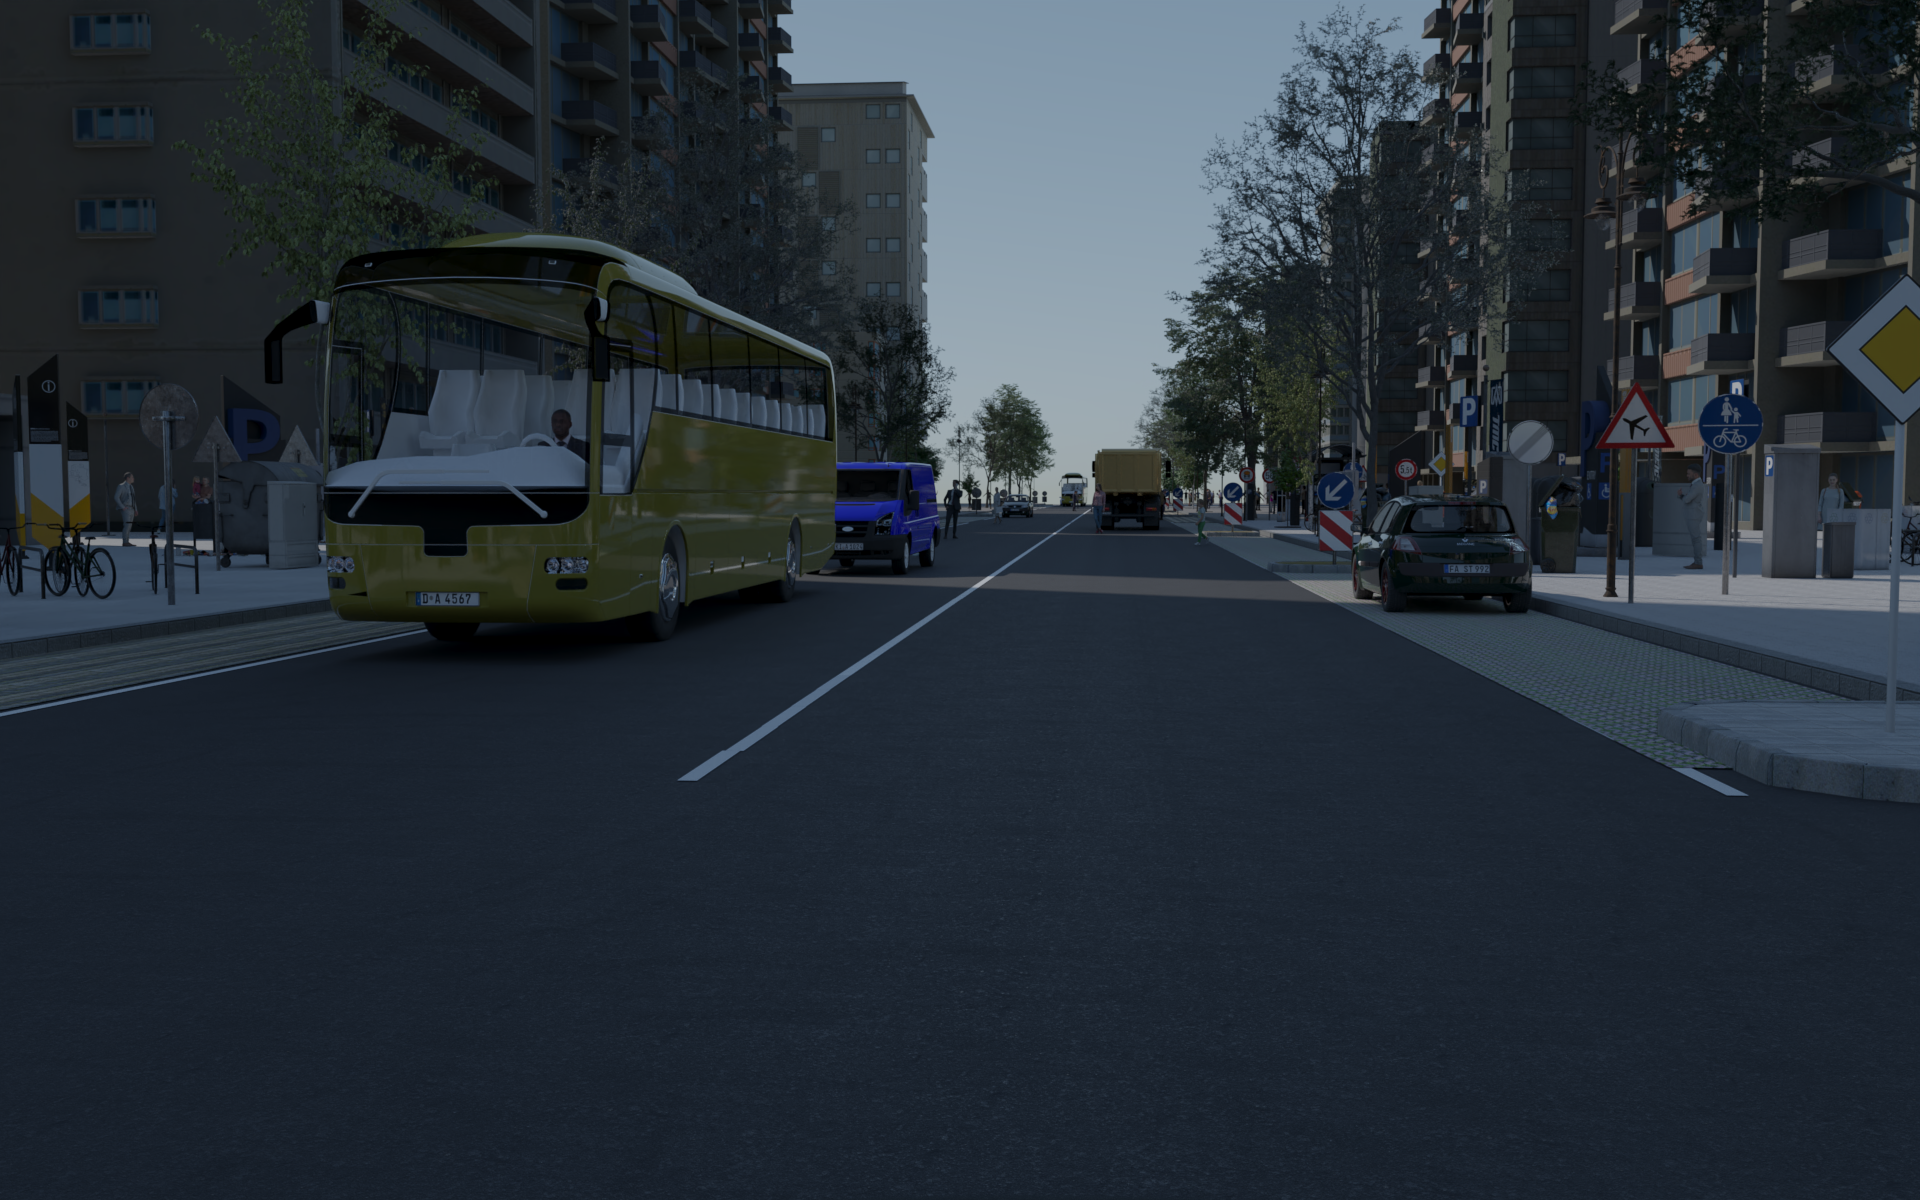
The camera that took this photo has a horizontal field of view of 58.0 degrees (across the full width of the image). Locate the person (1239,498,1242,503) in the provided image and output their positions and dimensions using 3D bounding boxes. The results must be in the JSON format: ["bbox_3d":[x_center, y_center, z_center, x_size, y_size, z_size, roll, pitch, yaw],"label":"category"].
[{"bbox_3d":[36.087,-13.205,222.652,1.217,1.735,0.721,1,4,14],"label":"person"}]

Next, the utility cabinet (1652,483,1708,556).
[{"bbox_3d":[14.806,-1.646,35.598,0.318,1.500,1.173,-1,4,-23],"label":"utility cabinet"}]

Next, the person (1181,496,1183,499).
[{"bbox_3d":[26.756,-12.428,209.695,0.568,1.767,0.683,0,4,0],"label":"person"}]

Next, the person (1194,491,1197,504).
[{"bbox_3d":[31.878,-13.994,234.849,0.705,1.824,1.348,-2,4,-32],"label":"person"}]

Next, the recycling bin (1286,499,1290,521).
[{"bbox_3d":[15.648,-4.341,83.522,0.722,1.027,0.722,1,4,11],"label":"recycling bin"}]

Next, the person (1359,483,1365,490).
[{"bbox_3d":[20.651,-5.094,89.196,0.709,1.838,0.599,1,4,19],"label":"person"}]

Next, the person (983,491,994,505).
[{"bbox_3d":[3.331,-11.989,202.079,1.348,1.821,0.705,0,4,2],"label":"person"}]

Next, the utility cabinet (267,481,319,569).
[{"bbox_3d":[-11.492,-1.297,29.887,0.318,1.500,1.173,0,4,6],"label":"utility cabinet"}]

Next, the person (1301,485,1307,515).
[{"bbox_3d":[21.566,-6.277,108.679,1.348,1.823,0.705,-3,4,-36],"label":"person"}]

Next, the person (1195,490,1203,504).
[{"bbox_3d":[31.032,-13.440,225.765,1.348,1.826,0.705,0,4,1],"label":"person"}]

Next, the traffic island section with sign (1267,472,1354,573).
[{"bbox_3d":[6.734,-1.430,32.002,1.989,1.847,2.006,0,4,5],"label":"traffic island section with sign"}]

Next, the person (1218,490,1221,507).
[{"bbox_3d":[25.654,-10.038,171.104,0.436,1.711,0.756,2,4,30],"label":"person"}]

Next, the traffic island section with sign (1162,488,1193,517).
[{"bbox_3d":[13.448,-6.072,107.900,1.989,1.847,2.006,0,4,5],"label":"traffic island section with sign"}]

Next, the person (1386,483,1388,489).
[{"bbox_3d":[20.949,-4.828,84.921,1.348,1.831,0.705,-2,4,-28],"label":"person"}]

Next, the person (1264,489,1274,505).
[{"bbox_3d":[35.282,-11.756,198.254,1.348,1.824,0.705,3,4,38],"label":"person"}]

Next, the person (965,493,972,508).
[{"bbox_3d":[0.809,-9.013,154.117,0.721,1.735,1.217,-3,4,-38],"label":"person"}]

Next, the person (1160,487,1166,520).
[{"bbox_3d":[11.001,-5.308,95.386,0.705,1.812,1.348,3,5,42],"label":"person"}]

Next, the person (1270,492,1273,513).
[{"bbox_3d":[21.214,-6.632,117.703,0.599,1.433,0.991,-1,4,-15],"label":"person"}]

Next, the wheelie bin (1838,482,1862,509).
[{"bbox_3d":[23.604,-2.347,46.282,0.693,1.594,0.980,3,5,45],"label":"wheelie bin"}]

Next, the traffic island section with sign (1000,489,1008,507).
[{"bbox_3d":[3.495,-7.813,136.373,1.989,1.847,2.006,0,4,5],"label":"traffic island section with sign"}]

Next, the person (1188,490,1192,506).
[{"bbox_3d":[23.896,-10.642,180.038,0.705,1.824,1.348,-1,4,-9],"label":"person"}]

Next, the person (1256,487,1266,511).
[{"bbox_3d":[23.094,-7.815,133.959,0.705,1.807,1.348,-3,4,-36],"label":"person"}]

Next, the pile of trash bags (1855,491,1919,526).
[{"bbox_3d":[27.898,-2.532,51.151,3.447,1.369,1.912,1,4,22],"label":"pile of trash bags"}]

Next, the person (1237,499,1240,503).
[{"bbox_3d":[31.304,-11.460,194.196,0.721,1.735,1.217,2,4,28],"label":"person"}]

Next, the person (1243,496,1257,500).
[{"bbox_3d":[20.173,-6.978,120.138,0.705,1.823,1.348,-2,4,-31],"label":"person"}]

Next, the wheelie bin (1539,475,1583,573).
[{"bbox_3d":[9.803,-1.246,28.277,0.693,1.594,0.980,1,4,18],"label":"wheelie bin"}]

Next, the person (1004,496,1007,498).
[{"bbox_3d":[6.462,-14.464,243.190,0.551,1.740,0.621,-1,4,-13],"label":"person"}]

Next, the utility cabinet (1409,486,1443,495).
[{"bbox_3d":[12.374,-2.286,46.052,1.173,1.500,0.318,-3,5,-42],"label":"utility cabinet"}]

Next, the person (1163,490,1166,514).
[{"bbox_3d":[13.909,-6.638,117.964,0.436,1.711,0.756,2,4,31],"label":"person"}]

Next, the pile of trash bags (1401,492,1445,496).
[{"bbox_3d":[15.983,-3.154,61.326,3.447,1.369,1.912,-2,4,-27],"label":"pile of trash bags"}]

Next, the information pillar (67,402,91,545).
[{"bbox_3d":[-22.214,-3.196,43.617,0.504,3.616,0.183,-2,4,-31],"label":"information pillar"}]

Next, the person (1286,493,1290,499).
[{"bbox_3d":[26.903,-8.323,142.149,1.348,1.821,0.705,-2,4,-24],"label":"person"}]

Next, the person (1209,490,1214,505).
[{"bbox_3d":[28.349,-11.555,195.905,0.756,1.711,0.436,-1,4,-23],"label":"person"}]

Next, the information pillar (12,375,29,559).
[{"bbox_3d":[-18.615,-2.624,34.257,0.183,3.616,0.504,-3,4,-37],"label":"information pillar"}]

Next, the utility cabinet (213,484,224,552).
[{"bbox_3d":[-15.739,-1.799,38.091,1.173,1.500,0.318,-3,4,-37],"label":"utility cabinet"}]

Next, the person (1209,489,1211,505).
[{"bbox_3d":[28.393,-11.701,197.214,0.709,1.838,0.599,0,4,8],"label":"person"}]

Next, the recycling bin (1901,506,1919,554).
[{"bbox_3d":[20.773,-1.512,37.270,0.722,1.027,0.722,-1,4,-12],"label":"recycling bin"}]

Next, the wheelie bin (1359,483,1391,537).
[{"bbox_3d":[12.006,-2.572,49.956,0.980,1.594,0.693,-3,4,-36],"label":"wheelie bin"}]

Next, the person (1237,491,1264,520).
[{"bbox_3d":[14.398,-4.885,85.902,1.348,1.826,0.705,1,4,23],"label":"person"}]

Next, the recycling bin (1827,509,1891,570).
[{"bbox_3d":[15.297,-1.037,29.508,0.722,1.027,0.722,-1,4,-22],"label":"recycling bin"}]

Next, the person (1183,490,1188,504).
[{"bbox_3d":[28.656,-13.061,219.602,1.348,1.822,0.705,0,4,5],"label":"person"}]

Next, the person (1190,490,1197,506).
[{"bbox_3d":[25.418,-11.189,189.503,1.217,1.766,0.721,3,5,43],"label":"person"}]

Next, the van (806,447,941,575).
[{"bbox_3d":[-1.646,-1.730,32.671,2.240,2.365,5.245,0,4,7],"label":"van"}]

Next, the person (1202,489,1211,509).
[{"bbox_3d":[21.253,-8.739,149.462,0.750,1.759,0.617,-1,4,-18],"label":"person"}]

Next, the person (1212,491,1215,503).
[{"bbox_3d":[34.686,-14.130,237.618,0.434,1.755,0.990,-1,4,-15],"label":"person"}]

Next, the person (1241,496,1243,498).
[{"bbox_3d":[22.584,-7.907,135.329,1.348,1.824,0.705,2,4,24],"label":"person"}]

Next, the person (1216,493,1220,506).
[{"bbox_3d":[27.387,-10.617,182.813,0.799,1.438,0.628,0,4,3],"label":"person"}]

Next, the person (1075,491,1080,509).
[{"bbox_3d":[11.370,-9.757,168.560,0.617,1.759,0.750,1,4,13],"label":"person"}]

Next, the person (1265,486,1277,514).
[{"bbox_3d":[20.143,-6.378,110.337,1.348,1.822,0.705,1,4,13],"label":"person"}]

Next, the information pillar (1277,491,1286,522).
[{"bbox_3d":[14.789,-4.598,79.662,0.304,2.012,0.304,-3,5,-44],"label":"information pillar"}]

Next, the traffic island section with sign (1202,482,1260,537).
[{"bbox_3d":[9.114,-3.072,58.852,1.989,1.847,2.006,0,4,5],"label":"traffic island section with sign"}]

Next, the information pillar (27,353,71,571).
[{"bbox_3d":[-15.214,-2.294,28.856,0.504,3.616,0.183,-1,4,-15],"label":"information pillar"}]

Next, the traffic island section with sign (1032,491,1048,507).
[{"bbox_3d":[8.355,-11.175,191.337,1.989,1.847,2.006,0,4,5],"label":"traffic island section with sign"}]

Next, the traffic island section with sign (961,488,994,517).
[{"bbox_3d":[1.093,-6.151,109.192,1.989,1.847,2.006,0,4,5],"label":"traffic island section with sign"}]

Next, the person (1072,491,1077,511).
[{"bbox_3d":[9.550,-8.240,144.151,0.530,1.710,0.541,2,4,27],"label":"person"}]
